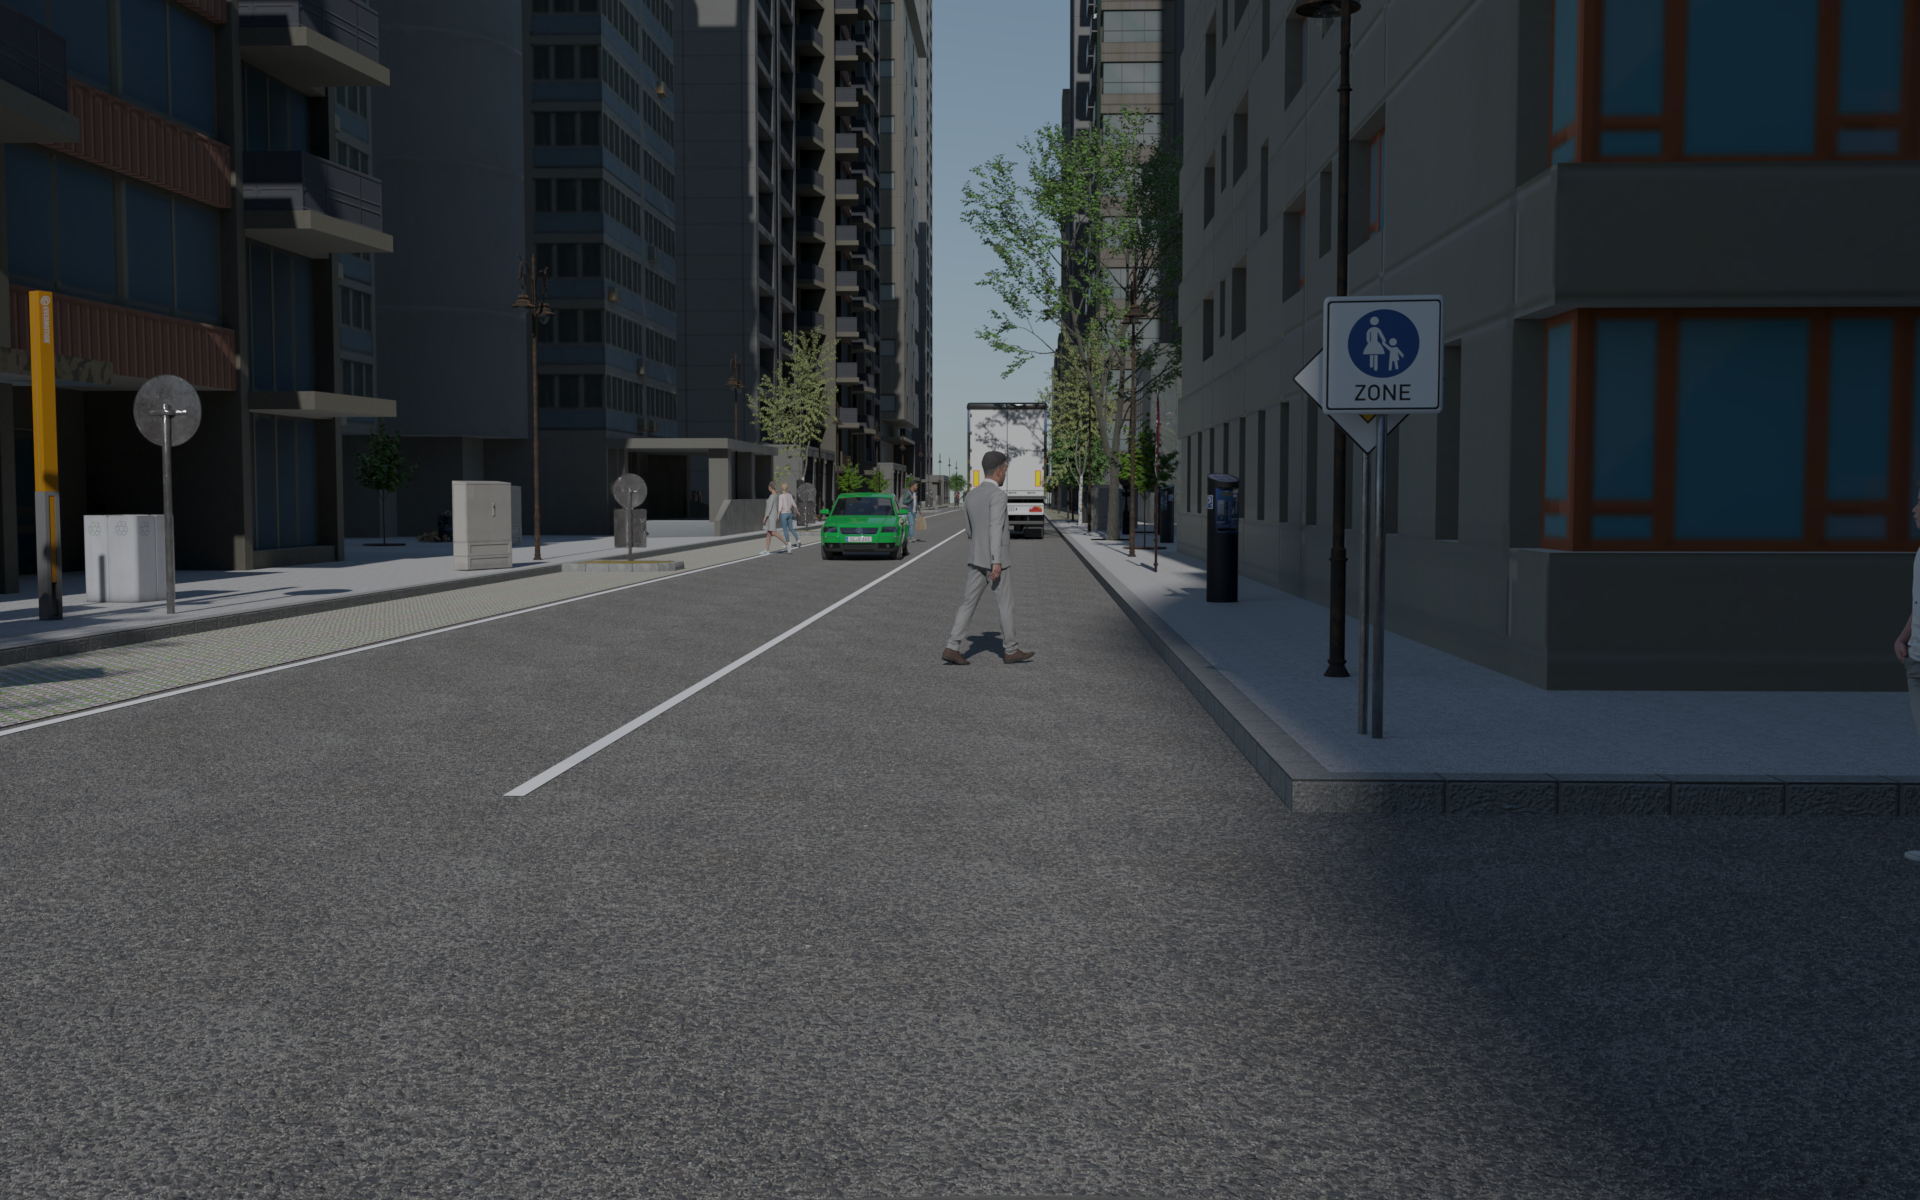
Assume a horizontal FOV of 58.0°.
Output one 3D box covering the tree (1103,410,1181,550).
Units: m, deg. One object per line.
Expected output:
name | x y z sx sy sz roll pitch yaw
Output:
tree | 4.421 -2.792 40.253 1.663 3.219 1.824 0 3 0

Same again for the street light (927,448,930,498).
street light | -3.107 -12.034 169.543 0.468 5.910 1.993 0 4 2

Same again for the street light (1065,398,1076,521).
street light | 5.416 -6.735 82.906 0.468 5.910 1.993 0 4 2

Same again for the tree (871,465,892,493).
tree | -5.234 -7.275 113.540 1.663 3.219 1.824 0 3 0

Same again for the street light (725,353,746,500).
street light | -7.357 -5.149 56.966 0.468 5.910 1.993 0 4 2

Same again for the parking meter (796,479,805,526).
parking meter | -6.357 -3.876 69.077 0.255 1.863 0.399 -1 4 -21

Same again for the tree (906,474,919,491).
tree | -4.513 -10.164 160.781 1.663 3.219 1.824 0 3 0

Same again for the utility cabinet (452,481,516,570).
utility cabinet | -8.080 -1.265 29.355 0.318 1.500 1.173 1 4 23

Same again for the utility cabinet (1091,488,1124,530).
utility cabinet | 5.189 -3.226 61.417 0.318 1.500 1.173 -3 5 -41

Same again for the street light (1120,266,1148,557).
street light | 3.515 -3.817 35.201 0.468 5.910 1.993 0 4 2

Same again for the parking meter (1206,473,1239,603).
parking meter | 3.120 -0.744 20.573 0.372 1.533 0.369 0 3 0

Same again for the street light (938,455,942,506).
street light | -2.237 -13.509 193.654 0.468 5.910 1.993 0 4 2

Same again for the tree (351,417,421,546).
tree | -14.208 -2.963 43.039 1.663 3.219 1.824 0 3 0

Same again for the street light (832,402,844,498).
street light | -6.162 -7.004 87.299 0.468 5.910 1.993 0 4 2

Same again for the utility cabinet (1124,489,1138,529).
utility cabinet | 5.936 -3.364 63.688 1.173 1.500 0.318 2 4 27

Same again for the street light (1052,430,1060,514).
street light | 6.486 -8.608 113.531 0.468 5.910 1.993 0 4 2

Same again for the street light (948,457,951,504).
street light | -1.315 -14.927 216.836 0.468 5.910 1.993 0 4 2

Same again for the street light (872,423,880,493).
street light | -5.308 -8.441 110.799 0.468 5.910 1.993 0 4 2

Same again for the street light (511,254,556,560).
street light | -8.211 -3.713 33.495 0.468 5.910 1.993 0 4 2

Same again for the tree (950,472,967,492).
tree | -0.436 -15.968 244.792 4.285 4.588 4.351 0 3 0

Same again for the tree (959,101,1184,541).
tree | 4.103 -7.445 47.478 9.928 11.665 9.643 0 3 0

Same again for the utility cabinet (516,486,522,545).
utility cabinet | -11.300 -2.087 42.802 0.318 1.500 1.173 1 4 21

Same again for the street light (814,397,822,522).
street light | -6.496 -6.567 80.151 0.468 5.910 1.993 0 4 2

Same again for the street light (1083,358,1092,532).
street light | 4.394 -5.254 58.693 0.468 5.910 1.993 0 4 2

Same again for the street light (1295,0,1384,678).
street light | 2.654 -2.399 12.016 0.468 5.910 1.993 0 4 2

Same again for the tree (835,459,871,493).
tree | -6.127 -6.152 95.187 1.663 3.219 1.824 0 3 0

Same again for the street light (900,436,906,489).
street light | -4.418 -9.859 133.982 0.468 5.910 1.993 0 4 2

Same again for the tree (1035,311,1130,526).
tree | 4.909 -7.346 70.463 4.737 8.622 4.395 0 3 0

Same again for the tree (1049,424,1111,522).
tree | 5.563 -5.861 79.536 4.285 4.588 4.351 0 3 0

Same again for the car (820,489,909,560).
car | -2.115 -1.849 39.035 1.959 1.807 4.718 0 4 1

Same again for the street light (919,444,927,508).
street light | -3.555 -11.294 157.446 0.468 5.910 1.993 0 4 2

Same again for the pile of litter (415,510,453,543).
pile of litter | -14.034 -1.982 46.375 1.176 0.858 1.719 0 4 5

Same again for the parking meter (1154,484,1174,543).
parking meter | 5.432 -2.264 45.431 0.372 1.533 0.369 0 3 0

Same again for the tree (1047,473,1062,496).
tree | 8.293 -9.828 155.288 1.663 3.219 1.824 0 3 0

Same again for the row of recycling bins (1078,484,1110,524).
row of recycling bins | 5.974 -4.151 74.977 1.069 1.692 3.534 -1 4 -12

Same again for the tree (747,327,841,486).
tree | -7.000 -7.655 75.518 4.737 8.622 4.395 0 3 0

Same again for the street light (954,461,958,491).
street light | -0.500 -16.356 240.213 0.468 5.910 1.993 0 4 2

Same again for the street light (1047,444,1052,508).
street light | 7.347 -10.026 136.715 0.468 5.910 1.993 0 4 2
